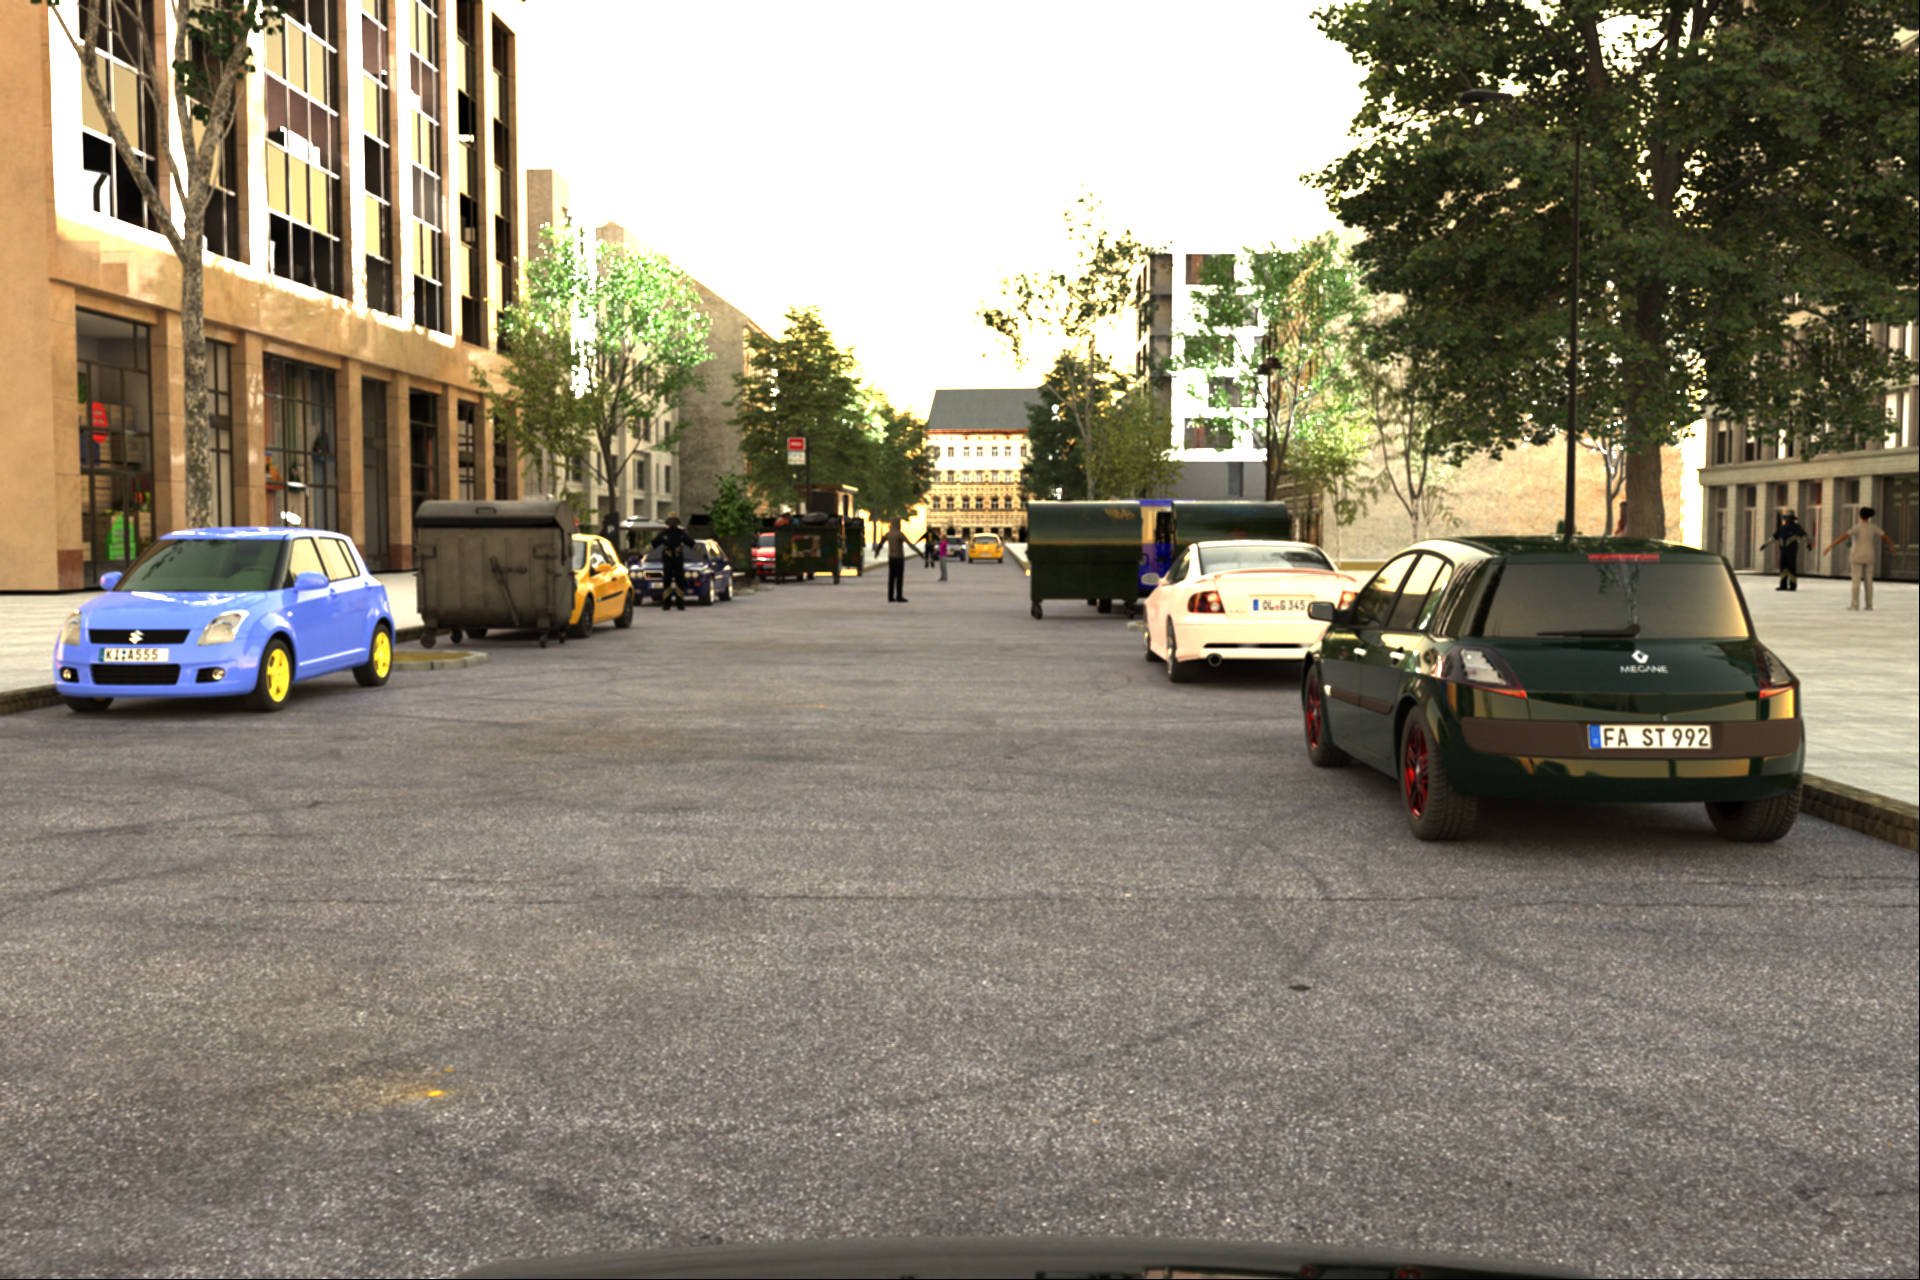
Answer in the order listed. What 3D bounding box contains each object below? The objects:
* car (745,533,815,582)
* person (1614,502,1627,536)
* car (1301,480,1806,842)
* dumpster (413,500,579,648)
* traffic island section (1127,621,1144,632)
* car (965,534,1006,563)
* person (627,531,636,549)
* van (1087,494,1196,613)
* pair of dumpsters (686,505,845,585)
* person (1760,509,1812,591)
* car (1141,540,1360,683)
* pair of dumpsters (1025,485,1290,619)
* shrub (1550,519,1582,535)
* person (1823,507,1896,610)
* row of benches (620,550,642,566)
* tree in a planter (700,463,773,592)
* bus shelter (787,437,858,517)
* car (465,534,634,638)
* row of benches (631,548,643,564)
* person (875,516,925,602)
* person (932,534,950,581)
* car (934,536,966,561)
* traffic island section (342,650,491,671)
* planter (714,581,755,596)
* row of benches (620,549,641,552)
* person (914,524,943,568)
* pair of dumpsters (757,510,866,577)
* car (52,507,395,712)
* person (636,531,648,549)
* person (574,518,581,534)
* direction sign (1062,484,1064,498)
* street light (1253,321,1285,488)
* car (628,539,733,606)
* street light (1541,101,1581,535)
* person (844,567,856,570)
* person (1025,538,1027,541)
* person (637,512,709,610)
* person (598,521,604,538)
[{"bbox_3d":[-5.499,-2.699,53.174,2.155,1.783,4.494,0,4,1],"label":"car"},{"bbox_3d":[9.480,-1.092,24.573,0.621,1.740,0.551,0,4,-5],"label":"person"},{"bbox_3d":[3.002,0.020,9.466,2.009,1.686,4.222,0,4,1],"label":"car"},{"bbox_3d":[-5.920,-0.852,22.150,1.865,1.857,1.264,0,4,1],"label":"dumpster"},{"bbox_3d":[3.530,-0.197,26.080,1.991,0.108,1.994,0,4,2],"label":"traffic island section"},{"bbox_3d":[1.271,-4.652,86.290,2.015,1.641,3.980,0,4,1],"label":"car"},{"bbox_3d":[-18.303,-5.536,96.742,0.704,1.802,1.346,1,4,20],"label":"person"},{"bbox_3d":[3.456,-1.756,33.088,2.240,2.365,5.245,0,4,1],"label":"van"},{"bbox_3d":[-5.544,-2.723,49.471,4.436,2.255,1.574,0,4,1],"label":"pair of dumpsters"},{"bbox_3d":[18.713,-2.035,39.147,0.704,1.845,1.351,-2,4,-24],"label":"person"},{"bbox_3d":[2.976,-0.349,18.066,2.083,1.381,4.827,0,4,1],"label":"car"},{"bbox_3d":[3.322,-1.503,29.518,4.436,2.255,1.574,0,4,1],"label":"pair of dumpsters"},{"bbox_3d":[27.186,-4.493,77.875,1.690,2.028,1.600,0,3,0],"label":"shrub"},{"bbox_3d":[15.203,-1.374,29.240,1.217,1.739,0.721,0,4,1],"label":"person"},{"bbox_3d":[-14.368,-3.371,70.580,4.104,0.672,1.422,3,5,41],"label":"row of benches"},{"bbox_3d":[-5.795,-2.854,43.884,1.991,3.239,1.994,0,4,1],"label":"tree in a planter"},{"bbox_3d":[-5.933,-5.921,74.440,2.179,5.291,8.768,0,4,3],"label":"bus shelter"},{"bbox_3d":[-5.919,-0.908,25.066,2.015,1.641,3.980,0,4,2],"label":"car"},{"bbox_3d":[-14.294,-3.749,76.766,1.422,0.672,4.104,-1,4,-11],"label":"row of benches"},{"bbox_3d":[-1.329,-1.712,36.579,1.348,1.813,0.705,3,4,38],"label":"person"},{"bbox_3d":[-0.561,-2.518,52.890,0.599,1.433,0.991,-2,4,-32],"label":"person"},{"bbox_3d":[-0.561,-4.896,92.638,1.945,1.354,3.894,0,4,2],"label":"car"},{"bbox_3d":[-6.292,0.233,19.054,1.991,0.108,1.994,0,4,1],"label":"traffic island section"},{"bbox_3d":[-5.882,-1.204,40.827,1.991,0.319,1.994,0,4,1],"label":"planter"},{"bbox_3d":[-14.167,-3.553,73.560,4.104,0.672,1.422,1,4,14],"label":"row of benches"},{"bbox_3d":[-1.295,-4.009,73.784,1.354,1.856,0.705,0,4,-6],"label":"person"},{"bbox_3d":[-5.404,-3.275,58.492,4.436,2.255,1.574,0,4,1],"label":"pair of dumpsters"},{"bbox_3d":[-6.297,-0.334,15.060,1.945,1.707,3.694,0,4,1],"label":"car"},{"bbox_3d":[-16.403,-5.058,88.966,0.705,1.796,1.348,1,4,12],"label":"person"},{"bbox_3d":[-11.434,-2.732,51.265,0.434,1.755,0.990,0,4,-5],"label":"person"},{"bbox_3d":[4.655,-5.287,78.434,0.379,3.537,0.876,0,3,0],"label":"direction sign"},{"bbox_3d":[6.705,-3.970,37.698,0.468,5.910,1.993,0,4,1],"label":"street light"},{"bbox_3d":[-5.795,-1.428,35.931,1.945,1.354,3.894,0,4,1],"label":"car"},{"bbox_3d":[7.000,-2.794,18.229,1.470,5.913,1.316,0,4,1],"label":"street light"},{"bbox_3d":[-3.948,-3.440,62.426,1.347,1.806,0.705,2,4,28],"label":"person"},{"bbox_3d":[4.038,-5.357,93.561,0.705,1.833,1.349,3,5,44],"label":"person"},{"bbox_3d":[-5.413,-1.496,32.699,1.354,1.856,0.705,0,4,-8],"label":"person"},{"bbox_3d":[-13.922,-3.772,67.812,0.704,1.812,1.346,1,4,20],"label":"person"}]
